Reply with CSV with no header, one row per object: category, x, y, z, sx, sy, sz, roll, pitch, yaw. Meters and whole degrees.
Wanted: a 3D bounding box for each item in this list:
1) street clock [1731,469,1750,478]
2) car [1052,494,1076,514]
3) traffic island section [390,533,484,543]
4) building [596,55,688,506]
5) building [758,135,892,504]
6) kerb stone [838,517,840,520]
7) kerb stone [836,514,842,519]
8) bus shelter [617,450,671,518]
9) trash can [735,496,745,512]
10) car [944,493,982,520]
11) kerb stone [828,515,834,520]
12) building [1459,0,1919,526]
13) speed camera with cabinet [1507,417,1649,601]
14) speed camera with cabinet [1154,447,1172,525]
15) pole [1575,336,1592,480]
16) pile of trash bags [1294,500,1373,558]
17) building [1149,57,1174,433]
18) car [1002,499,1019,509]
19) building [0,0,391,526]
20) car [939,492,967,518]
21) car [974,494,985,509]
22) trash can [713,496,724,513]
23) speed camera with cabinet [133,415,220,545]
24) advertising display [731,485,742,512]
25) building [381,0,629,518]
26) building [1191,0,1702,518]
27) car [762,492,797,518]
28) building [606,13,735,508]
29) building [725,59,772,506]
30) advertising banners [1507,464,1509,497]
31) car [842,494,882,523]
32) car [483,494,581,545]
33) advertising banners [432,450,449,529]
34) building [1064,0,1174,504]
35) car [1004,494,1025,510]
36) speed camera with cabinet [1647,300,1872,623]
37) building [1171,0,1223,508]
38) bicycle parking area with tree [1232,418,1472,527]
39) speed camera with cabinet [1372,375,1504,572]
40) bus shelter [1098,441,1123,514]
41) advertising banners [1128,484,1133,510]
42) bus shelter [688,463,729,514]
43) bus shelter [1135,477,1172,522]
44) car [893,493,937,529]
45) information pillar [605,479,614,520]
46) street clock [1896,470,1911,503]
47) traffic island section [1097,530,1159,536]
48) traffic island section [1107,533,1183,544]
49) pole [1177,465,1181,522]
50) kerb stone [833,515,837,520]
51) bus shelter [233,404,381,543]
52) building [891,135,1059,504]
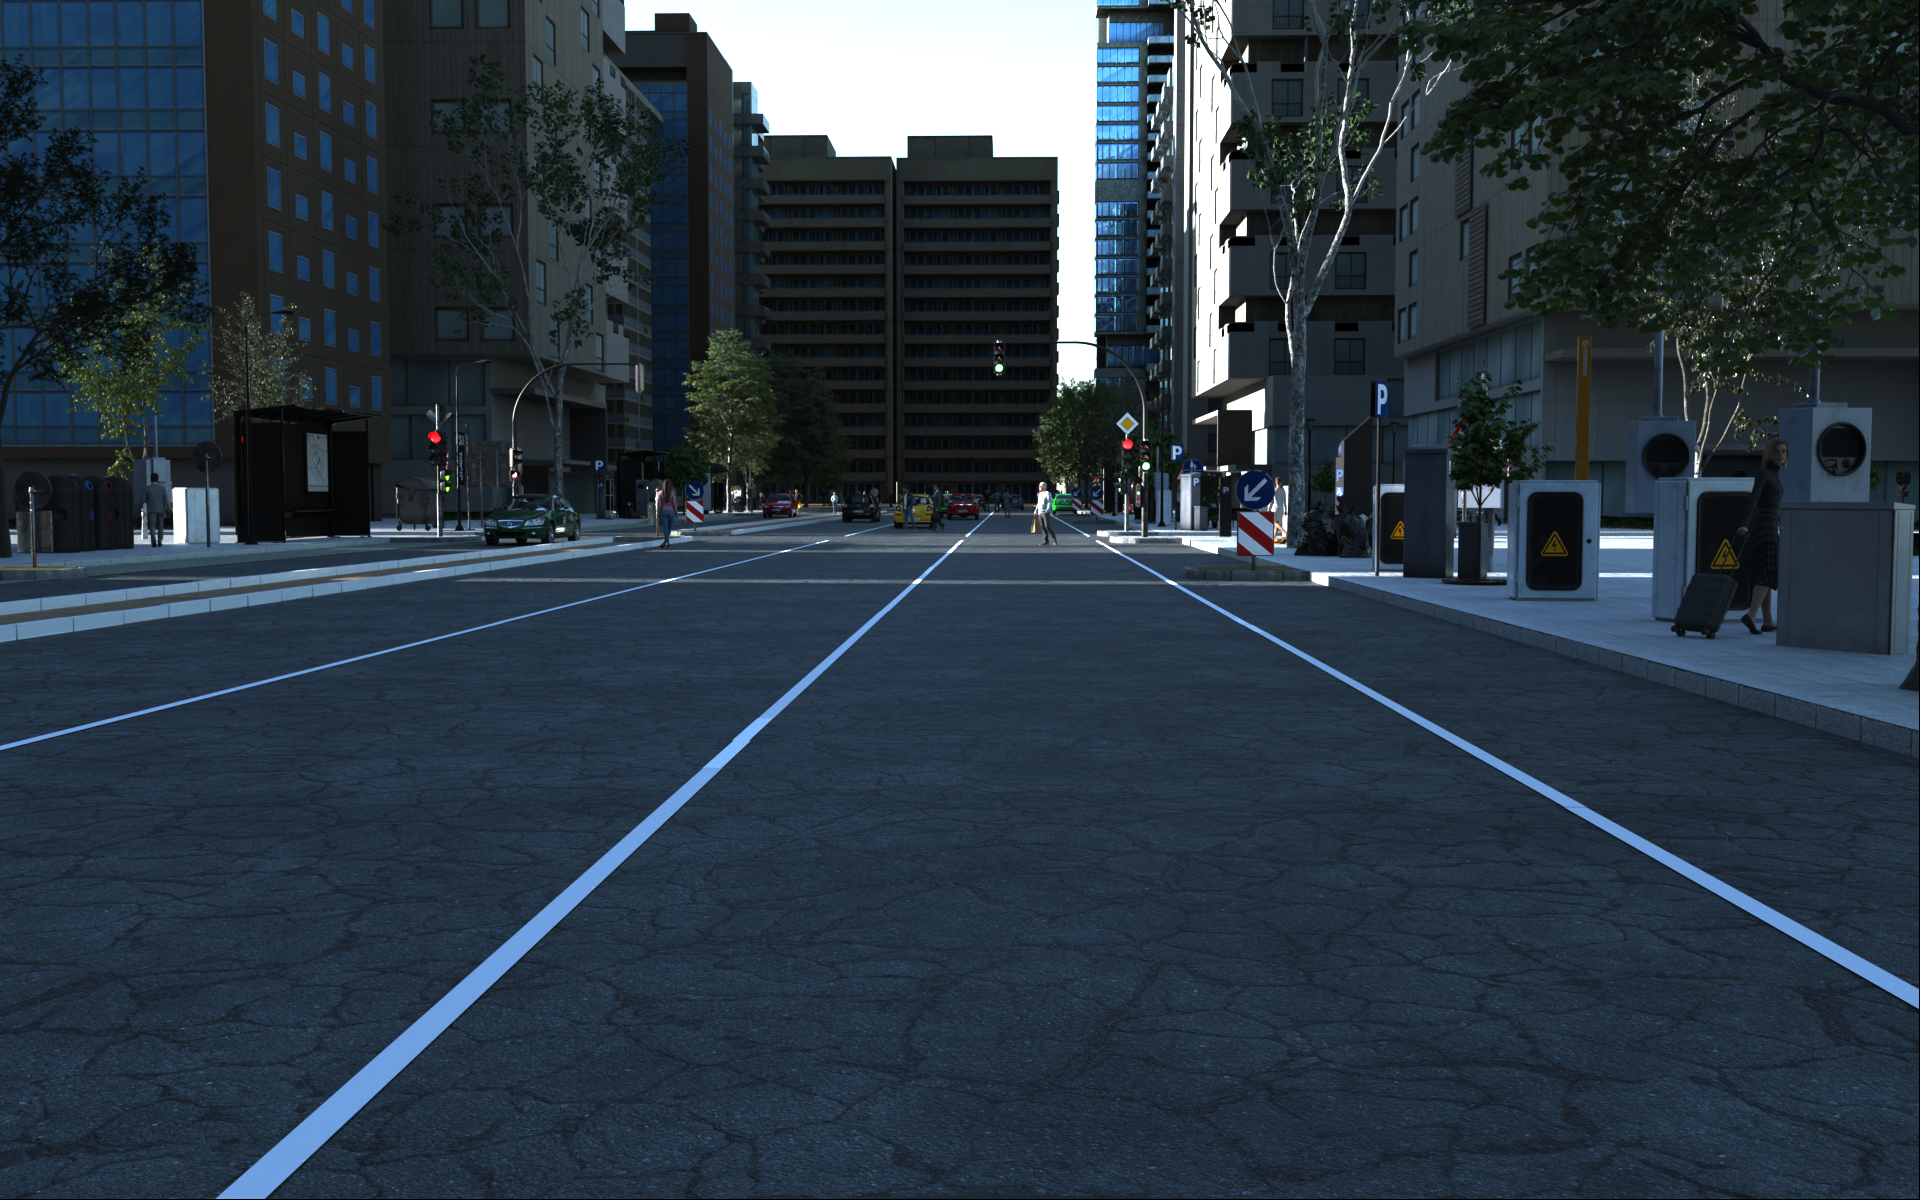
street clock,22.870,-2.828,50.810,0.471,2.002,0.358,3,5,42
car,7.468,-7.010,123.406,1.959,1.807,4.718,0,4,3
traffic island section,-15.715,-1.836,52.300,2.009,0.180,2.903,0,4,2
building,-39.747,-27.877,147.666,32.217,40.220,23.993,0,4,2
building,-19.084,-37.494,236.726,21.600,48.544,21.300,0,4,2
kerb stone,-6.875,-4.510,95.932,0.120,0.150,1.000,0,4,2
kerb stone,-6.853,-4.573,96.962,0.120,0.150,1.000,0,4,2
bus shelter,-17.390,-6.370,95.435,1.731,3.624,6.357,0,4,2
trash can,-15.565,-6.784,122.572,0.748,1.137,0.748,0,3,0
car,0.179,-5.408,97.458,2.155,1.783,4.494,0,4,1
kerb stone,-6.980,-4.322,92.861,0.120,0.150,1.000,0,4,2
building,36.110,-29.974,79.309,27.495,52.752,28.713,0,4,2
speed camera with cabinet,7.712,-1.622,20.858,2.038,3.252,0.660,0,4,8
speed camera with cabinet,8.397,-4.725,71.592,0.660,3.252,2.038,0,4,2
pole,8.092,-1.755,22.537,0.158,3.312,0.155,0,3,0
pile of trash bags,8.418,-1.565,35.345,1.912,1.369,3.447,-2,4,-28
building,32.216,-34.654,186.208,23.786,49.044,30.456,0,4,2
car,5.022,-9.800,172.807,1.945,1.354,3.894,0,4,2
building,-34.143,-25.941,74.244,14.600,45.320,14.200,0,4,2
car,-0.496,-5.892,105.125,1.959,1.807,4.718,0,4,4
car,1.543,-9.284,163.586,2.131,1.459,4.920,0,4,2
trash can,-16.111,-6.347,115.423,0.748,1.137,0.748,0,3,0
speed camera with cabinet,-20.013,-3.053,44.259,0.660,3.252,2.038,2,4,31
advertising display,-16.288,-7.409,126.347,0.974,1.923,0.123,2,4,32
building,-35.683,-31.463,103.655,28.713,52.752,27.495,0,4,2
building,30.868,-32.426,119.410,28.713,52.752,27.495,0,4,2
car,-10.951,-5.896,105.441,2.155,1.783,4.494,0,3,0
building,-29.734,-31.570,166.273,14.600,45.320,14.200,0,4,2
building,-36.805,-34.996,191.789,30.456,49.044,23.786,0,4,2
advertising banners,18.912,-3.873,59.511,0.090,3.025,2.074,1,4,12
car,-5.034,-4.825,88.676,2.009,1.686,4.222,0,4,2
car,-12.243,-2.324,49.793,2.131,1.459,4.920,0,4,2
advertising banners,-19.447,-4.199,64.841,0.090,3.025,2.074,-2,4,-33
building,29.868,-56.383,234.528,31.000,86.520,22.319,0,4,2
car,4.880,-8.821,156.223,2.014,1.417,4.499,0,4,1
speed camera with cabinet,8.098,-1.415,17.475,2.038,3.252,0.660,-1,4,-10
building,29.734,-37.536,155.719,21.231,58.520,28.212,0,4,2
bicycle parking area with tree,15.377,-4.916,67.384,8.231,4.147,9.016,-2,4,-26
speed camera with cabinet,7.886,-2.093,28.552,2.038,3.252,0.660,1,4,22
bus shelter,10.290,-8.430,115.466,2.179,5.291,8.768,0,4,2
advertising banners,12.446,-7.984,126.726,0.090,3.025,2.074,0,4,-6
bus shelter,-16.295,-7.188,111.441,2.014,3.302,5.546,0,4,2
bus shelter,9.021,-5.561,82.206,1.731,3.624,6.357,0,4,2
car,-1.857,-3.859,73.324,2.015,1.641,3.980,0,4,2
information pillar,-17.630,-5.053,87.115,0.304,2.012,0.304,1,4,21
street clock,27.962,-2.863,51.386,0.358,2.002,0.471,0,4,4
traffic island section,5.762,-2.284,59.626,2.009,0.180,2.903,0,4,2
traffic island section,5.516,-1.796,51.645,2.009,0.180,2.903,0,4,2
pole,10.181,-5.307,80.613,0.158,3.312,0.155,0,3,0
kerb stone,-6.941,-4.385,93.885,0.120,0.150,1.000,0,4,2
bus shelter,-18.142,-3.496,48.444,1.731,3.624,6.357,0,4,2
building,2.534,-37.508,236.956,21.600,48.544,21.300,0,4,2
